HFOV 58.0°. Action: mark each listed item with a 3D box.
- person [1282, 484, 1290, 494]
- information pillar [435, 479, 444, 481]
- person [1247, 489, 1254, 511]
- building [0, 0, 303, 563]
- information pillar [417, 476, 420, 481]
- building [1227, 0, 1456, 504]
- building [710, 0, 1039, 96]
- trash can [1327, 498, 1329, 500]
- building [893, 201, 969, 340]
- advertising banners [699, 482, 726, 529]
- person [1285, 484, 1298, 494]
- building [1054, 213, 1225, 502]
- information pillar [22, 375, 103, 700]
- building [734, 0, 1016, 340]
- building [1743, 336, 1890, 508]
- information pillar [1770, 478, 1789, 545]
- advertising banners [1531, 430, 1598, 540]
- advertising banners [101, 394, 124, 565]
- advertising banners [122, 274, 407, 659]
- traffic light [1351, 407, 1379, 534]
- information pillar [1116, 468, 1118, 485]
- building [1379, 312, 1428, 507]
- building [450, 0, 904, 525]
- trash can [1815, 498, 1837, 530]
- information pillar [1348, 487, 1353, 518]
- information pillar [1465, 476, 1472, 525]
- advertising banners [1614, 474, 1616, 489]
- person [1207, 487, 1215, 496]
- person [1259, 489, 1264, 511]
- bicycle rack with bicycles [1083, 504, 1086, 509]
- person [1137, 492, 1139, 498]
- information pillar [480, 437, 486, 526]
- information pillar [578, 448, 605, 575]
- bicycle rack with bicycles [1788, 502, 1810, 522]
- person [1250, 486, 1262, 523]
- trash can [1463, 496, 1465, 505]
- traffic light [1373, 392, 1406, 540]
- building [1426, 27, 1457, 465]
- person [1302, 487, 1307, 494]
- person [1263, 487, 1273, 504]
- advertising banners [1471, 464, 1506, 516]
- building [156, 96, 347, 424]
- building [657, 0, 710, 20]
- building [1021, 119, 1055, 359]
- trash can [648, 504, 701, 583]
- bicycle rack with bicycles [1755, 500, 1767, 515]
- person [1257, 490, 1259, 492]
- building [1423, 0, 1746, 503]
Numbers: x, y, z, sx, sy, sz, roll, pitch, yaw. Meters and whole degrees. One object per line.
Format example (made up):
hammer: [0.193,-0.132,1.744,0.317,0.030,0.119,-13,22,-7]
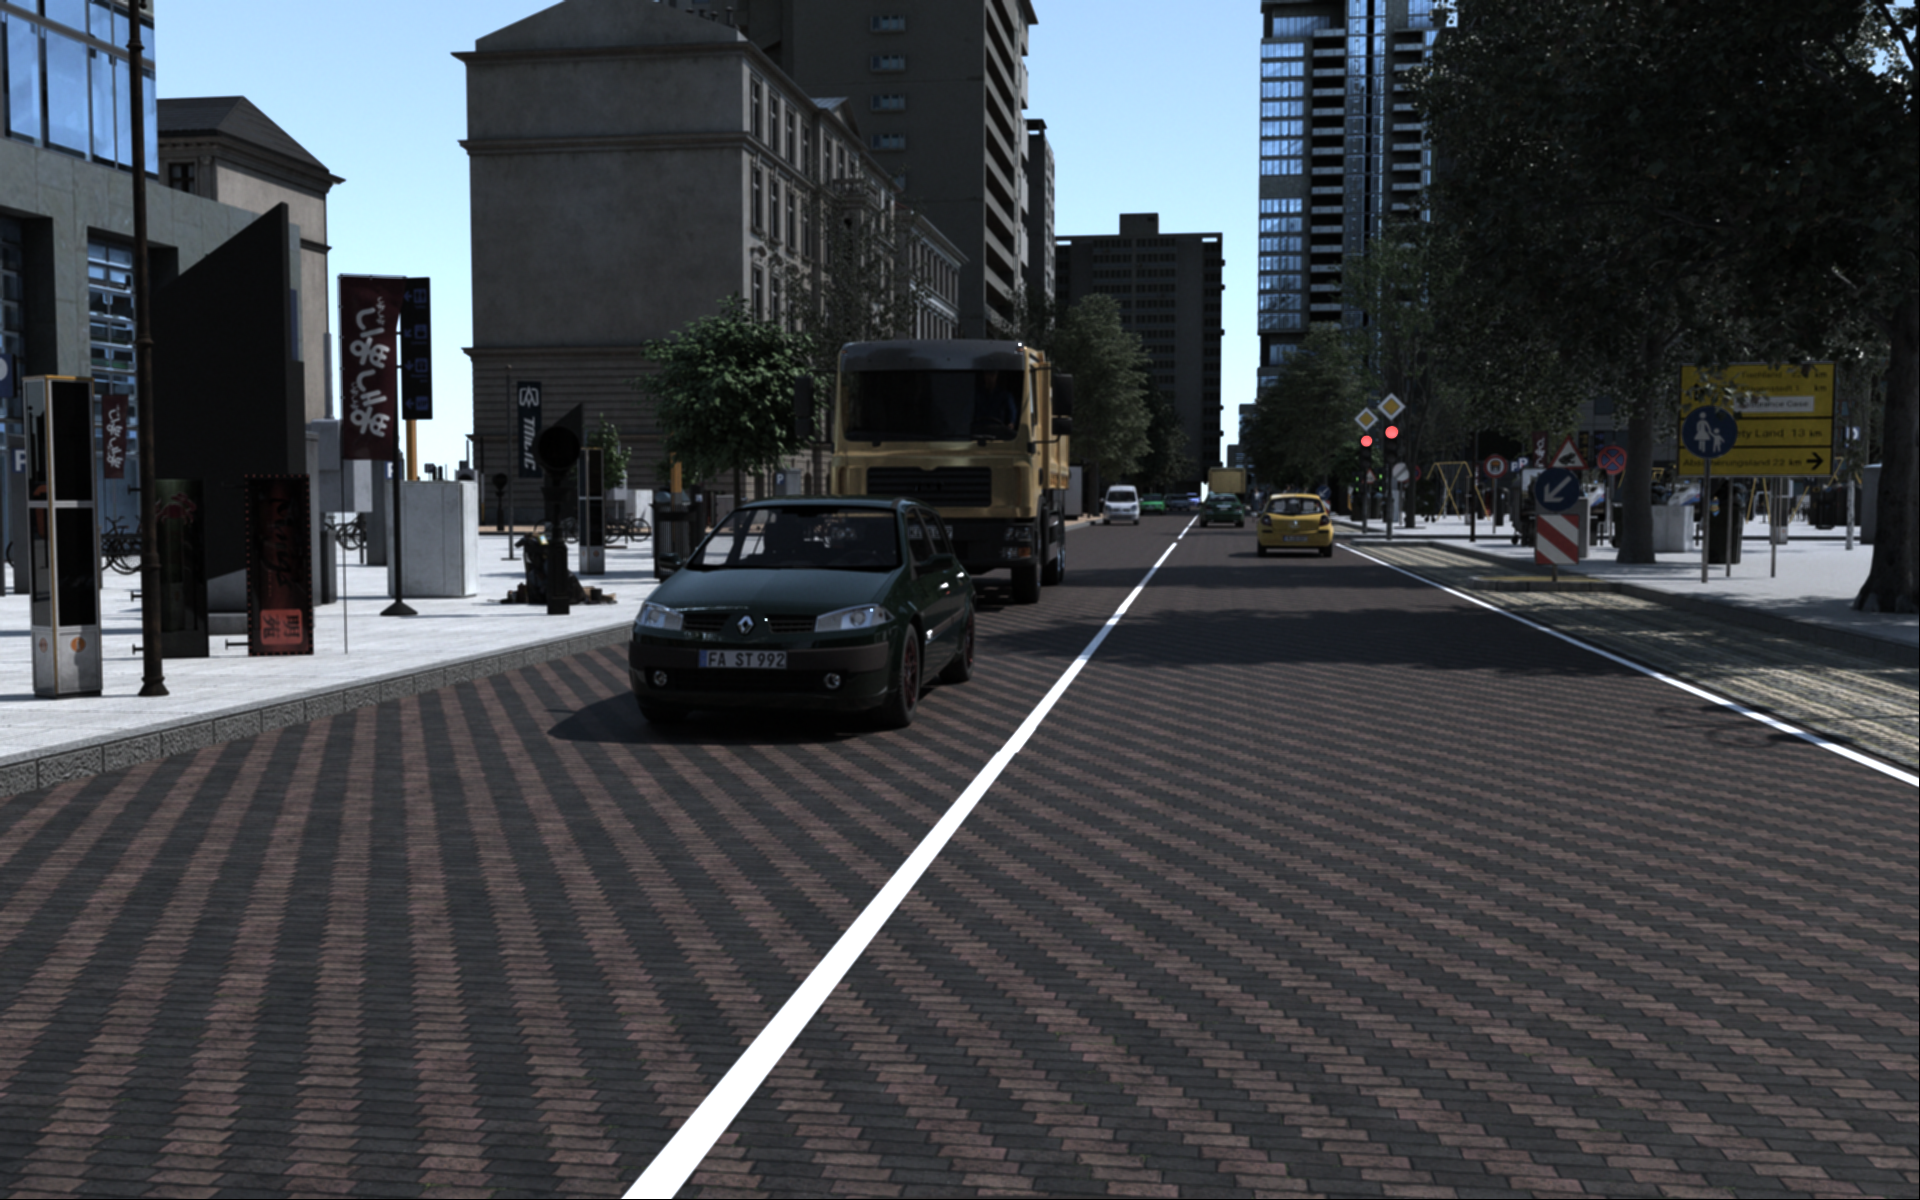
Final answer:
person: [13.588,-3.940,72.768,0.795,1.843,0.661,1,4,21]
information pillar: [-24.952,-4.807,83.083,0.304,2.012,0.304,-3,5,-41]
person: [25.007,-8.582,148.439,0.705,1.869,1.348,3,4,38]
building: [-32.787,-43.910,30.595,31.000,86.520,22.319,1,4,8]
information pillar: [-22.564,-4.122,71.882,0.304,2.012,0.304,-1,4,-10]
building: [51.619,-56.159,230.874,31.000,86.520,22.319,1,4,8]
building: [-7.783,-35.565,170.732,28.713,52.752,27.495,1,4,8]
trash can: [26.370,-6.948,125.252,0.748,1.137,0.748,0,3,0]
building: [-6.598,-17.103,115.792,11.583,22.565,21.152,1,4,8]
advertising banners: [-9.952,-4.464,69.181,0.090,3.025,2.074,-3,5,-39]
person: [12.711,-3.520,66.149,0.694,1.812,0.767,1,4,16]
building: [24.874,-33.671,242.396,23.993,40.220,32.217,1,4,8]
information pillar: [-5.653,-0.393,10.916,0.304,2.012,0.304,3,4,36]
building: [-7.140,-31.903,145.317,21.300,48.544,21.600,1,4,8]
building: [91.635,-20.042,172.726,28.899,21.520,27.650,1,4,8]
information pillar: [20.851,-2.420,44.060,0.304,2.012,0.304,-2,4,-25]
advertising banners: [16.468,-3.122,47.240,0.090,3.025,2.074,-3,4,-38]
advertising banners: [-15.565,-2.101,30.547,2.074,3.025,0.090,1,4,9]
advertising banners: [-5.419,-1.068,13.655,2.074,3.025,0.090,-1,4,-18]
traffic light: [13.060,-4.095,55.875,0.839,4.253,0.868,1,4,8]
information pillar: [10.962,-7.923,120.892,0.183,3.616,0.504,0,4,4]
building: [58.106,-20.236,175.900,27.650,21.520,28.899,1,4,8]
building: [-11.443,-16.463,88.255,14.460,24.649,34.723,1,4,8]
trash can: [31.277,-3.116,62.594,0.748,1.137,0.748,0,3,0]
information pillar: [21.360,-6.295,94.273,0.504,3.616,0.183,-1,4,-18]
information pillar: [20.900,-4.069,71.024,0.304,2.012,0.304,0,4,1]
advertising banners: [39.331,-6.504,102.523,0.090,3.025,2.074,-3,5,-45]
person: [14.821,-5.749,102.355,0.638,1.841,0.748,-1,4,-18]
person: [26.040,-8.669,150.110,0.599,1.838,0.709,2,4,32]
bicycle rack with bicycles: [6.880,-6.009,111.632,2.852,0.926,2.925,-2,4,-34]
person: [21.934,-12.462,212.966,1.217,1.736,0.721,-1,4,-18]
information pillar: [-19.502,-4.858,70.775,0.183,3.616,0.504,-1,4,-10]
information pillar: [-5.859,-1.409,27.522,0.304,2.012,0.304,-3,5,-40]
bicycle rack with bicycles: [39.967,-4.140,81.064,2.852,0.926,2.925,1,4,22]
person: [14.895,-4.811,87.191,0.581,1.822,0.654,1,4,11]
trash can: [33.436,-6.249,113.828,0.748,1.137,0.748,0,3,0]
traffic light: [11.897,-3.612,47.975,0.839,4.253,0.868,1,4,8]
building: [48.945,-28.830,154.959,14.154,41.232,14.086,1,4,8]
person: [19.731,-5.557,99.129,0.755,1.850,0.659,1,4,19]
person: [20.343,-6.510,114.304,0.648,1.900,0.474,-2,4,-35]
advertising banners: [30.298,-6.307,99.309,2.074,3.025,0.090,0,4,-3]
building: [-39.590,-13.129,79.281,19.286,19.102,10.561,1,4,8]
building: [-18.242,-39.675,190.693,28.212,58.520,21.231,1,4,8]
building: [3.211,-31.080,191.747,14.086,41.232,14.154,1,4,8]
trash can: [-4.136,-0.824,25.129,0.748,1.137,0.748,0,3,0]
bicycle rack with bicycles: [47.976,-5.626,105.361,2.925,0.926,2.852,-2,4,-33]
person: [26.168,-8.794,152.288,0.705,1.822,1.348,1,4,19]
building: [48.741,-42.705,136.476,20.563,71.187,20.611,1,4,8]
